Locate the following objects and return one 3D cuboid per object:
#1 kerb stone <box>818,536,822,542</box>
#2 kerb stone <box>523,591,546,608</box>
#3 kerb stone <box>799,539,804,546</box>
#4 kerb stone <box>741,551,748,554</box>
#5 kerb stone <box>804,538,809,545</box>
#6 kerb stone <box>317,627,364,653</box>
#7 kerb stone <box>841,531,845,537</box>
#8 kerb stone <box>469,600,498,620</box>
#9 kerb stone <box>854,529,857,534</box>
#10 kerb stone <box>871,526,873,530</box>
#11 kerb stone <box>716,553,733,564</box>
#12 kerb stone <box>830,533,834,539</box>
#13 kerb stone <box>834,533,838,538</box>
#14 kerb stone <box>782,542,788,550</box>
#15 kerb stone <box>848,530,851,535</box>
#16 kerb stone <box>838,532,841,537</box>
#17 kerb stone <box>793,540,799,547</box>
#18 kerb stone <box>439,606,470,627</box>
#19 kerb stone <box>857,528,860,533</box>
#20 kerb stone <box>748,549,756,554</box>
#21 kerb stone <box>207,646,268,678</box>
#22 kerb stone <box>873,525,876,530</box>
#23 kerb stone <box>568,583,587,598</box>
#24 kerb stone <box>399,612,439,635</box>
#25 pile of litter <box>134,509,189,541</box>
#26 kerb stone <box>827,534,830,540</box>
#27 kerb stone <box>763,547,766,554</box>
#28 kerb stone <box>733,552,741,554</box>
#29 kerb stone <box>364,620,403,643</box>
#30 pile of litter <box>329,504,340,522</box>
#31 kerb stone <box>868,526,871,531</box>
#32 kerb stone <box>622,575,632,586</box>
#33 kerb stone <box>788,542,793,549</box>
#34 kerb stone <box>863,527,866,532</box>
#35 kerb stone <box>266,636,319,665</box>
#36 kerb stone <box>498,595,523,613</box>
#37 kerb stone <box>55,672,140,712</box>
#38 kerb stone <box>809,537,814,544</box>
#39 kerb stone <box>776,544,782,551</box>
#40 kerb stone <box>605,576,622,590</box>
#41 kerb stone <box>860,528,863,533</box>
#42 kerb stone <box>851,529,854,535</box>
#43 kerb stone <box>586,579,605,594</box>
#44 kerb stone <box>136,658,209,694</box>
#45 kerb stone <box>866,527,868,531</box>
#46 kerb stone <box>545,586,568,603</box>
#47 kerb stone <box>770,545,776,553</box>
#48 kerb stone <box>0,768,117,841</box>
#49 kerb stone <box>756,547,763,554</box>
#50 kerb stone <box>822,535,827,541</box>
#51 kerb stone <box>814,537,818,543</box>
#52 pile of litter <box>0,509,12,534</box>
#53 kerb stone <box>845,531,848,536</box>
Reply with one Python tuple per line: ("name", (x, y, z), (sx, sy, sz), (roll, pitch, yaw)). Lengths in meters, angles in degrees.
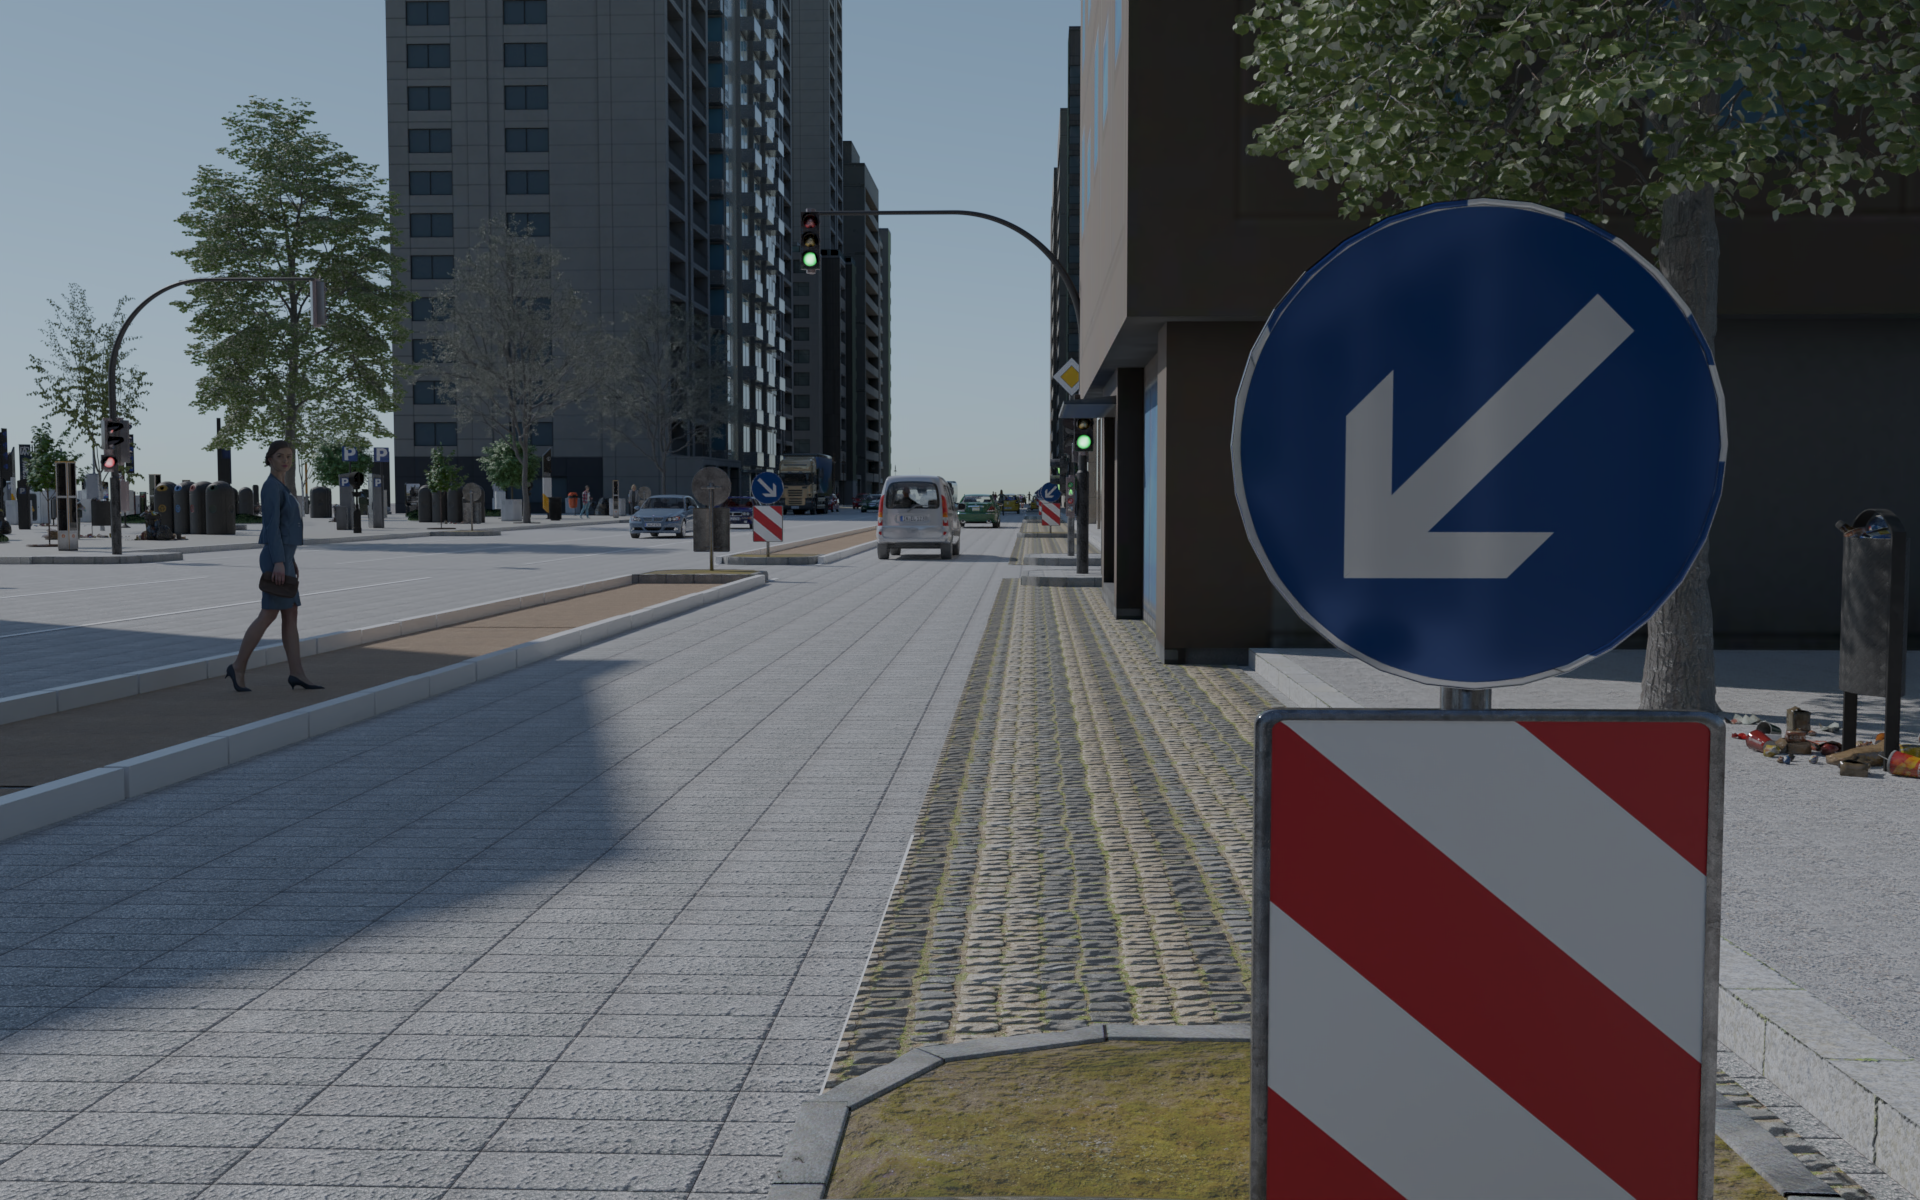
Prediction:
("kerb stone", (-4.278, -1.780, 51.301), (0.120, 0.150, 1.000), (0, 4, 2))
("kerb stone", (-5.505, 0.008, 22.065), (0.120, 0.150, 1.000), (0, 4, 2))
("kerb stone", (-4.451, -1.528, 47.201), (0.120, 0.150, 1.000), (0, 4, 2))
("kerb stone", (-4.836, -0.965, 37.981), (0.120, 0.150, 1.000), (0, 4, 2))
("kerb stone", (-4.408, -1.588, 48.226), (0.120, 0.150, 1.000), (0, 4, 2))
("kerb stone", (-5.757, 0.384, 15.925), (0.120, 0.150, 1.000), (0, 4, 2))
("kerb stone", (-4.020, -2.156, 57.443), (0.120, 0.150, 1.000), (0, 4, 2))
("kerb stone", (-5.584, 0.133, 20.013), (0.120, 0.150, 1.000), (0, 4, 2))
("kerb stone", (-3.852, -2.406, 61.536), (0.120, 0.150, 1.000), (0, 4, 2))
("kerb stone", (-3.592, -2.781, 67.671), (0.120, 0.150, 1.000), (0, 4, 2))
("kerb stone", (-4.919, -0.840, 35.937), (0.120, 0.150, 1.000), (0, 4, 2))
("kerb stone", (-4.151, -1.966, 54.380), (0.120, 0.150, 1.000), (0, 4, 2))
("kerb stone", (-4.105, -2.031, 55.401), (0.120, 0.150, 1.000), (0, 4, 2))
("kerb stone", (-4.579, -1.340, 44.126), (0.120, 0.150, 1.000), (0, 4, 2))
("kerb stone", (-3.936, -2.281, 59.485), (0.120, 0.150, 1.000), (0, 4, 2))
("kerb stone", (-4.060, -2.093, 56.422), (0.120, 0.150, 1.000), (0, 4, 2))
("kerb stone", (-4.497, -1.467, 46.174), (0.120, 0.150, 1.000), (0, 4, 2))
("kerb stone", (-5.620, 0.197, 18.989), (0.120, 0.150, 1.000), (0, 4, 2))
("kerb stone", (-3.814, -2.469, 62.558), (0.120, 0.150, 1.000), (0, 4, 2))
("kerb stone", (-4.792, -1.025, 39.012), (0.120, 0.150, 1.000), (0, 4, 2))
("kerb stone", (-5.840, 0.510, 13.866), (0.120, 0.150, 1.000), (0, 4, 2))
("kerb stone", (-3.548, -2.843, 68.697), (0.120, 0.150, 1.000), (0, 4, 2))
("kerb stone", (-5.420, -0.112, 24.111), (0.120, 0.150, 1.000), (0, 4, 2))
("kerb stone", (-5.668, 0.259, 17.968), (0.120, 0.150, 1.000), (0, 4, 2))
("pile of litter", (-22.370, -2.096, 48.230), (1.719, 0.858, 1.176), (1, 4, 22))
("kerb stone", (-4.195, -1.903, 53.350), (0.120, 0.150, 1.000), (0, 4, 2))
("kerb stone", (-4.698, -1.151, 41.057), (0.120, 0.150, 1.000), (0, 4, 2))
("kerb stone", (-4.880, -0.903, 36.960), (0.120, 0.150, 1.000), (0, 4, 2))
("kerb stone", (-5.716, 0.329, 16.947), (0.120, 0.150, 1.000), (0, 4, 2))
("pile of litter", (-28.157, -3.978, 79.013), (1.176, 0.858, 1.719), (-2, 4, -32))
("kerb stone", (-3.643, -2.719, 66.648), (0.120, 0.150, 1.000), (0, 4, 2))
("kerb stone", (-5.290, -0.301, 27.176), (0.120, 0.150, 1.000), (0, 4, 2))
("kerb stone", (-4.536, -1.401, 45.149), (0.120, 0.150, 1.000), (0, 4, 2))
("kerb stone", (-3.717, -2.590, 64.605), (0.120, 0.150, 1.000), (0, 4, 2))
("kerb stone", (-5.802, 0.447, 14.893), (0.120, 0.150, 1.000), (0, 4, 2))
("kerb stone", (-5.551, 0.071, 21.038), (0.120, 0.150, 1.000), (0, 4, 2))
("kerb stone", (-5.928, 0.635, 11.817), (0.120, 0.150, 1.000), (0, 4, 2))
("kerb stone", (-4.360, -1.654, 49.246), (0.120, 0.150, 1.000), (0, 4, 2))
("kerb stone", (-4.622, -1.279, 43.105), (0.120, 0.150, 1.000), (0, 4, 2))
("kerb stone", (-5.324, -0.239, 26.154), (0.120, 0.150, 1.000), (0, 4, 2))
("kerb stone", (-3.762, -2.531, 63.584), (0.120, 0.150, 1.000), (0, 4, 2))
("kerb stone", (-3.888, -2.343, 60.506), (0.120, 0.150, 1.000), (0, 4, 2))
("kerb stone", (-5.369, -0.180, 25.133), (0.120, 0.150, 1.000), (0, 4, 2))
("kerb stone", (-5.884, 0.572, 12.845), (0.120, 0.150, 1.000), (0, 4, 2))
("kerb stone", (-3.672, -2.656, 65.626), (0.120, 0.150, 1.000), (0, 4, 2))
("kerb stone", (-5.452, -0.055, 23.087), (0.120, 0.150, 1.000), (0, 4, 2))
("kerb stone", (-4.664, -1.216, 42.084), (0.120, 0.150, 1.000), (0, 4, 2))
("kerb stone", (-4.006, 0.894, 7.639), (0.120, 0.150, 1.000), (0, 4, 2))
("kerb stone", (-4.753, -1.087, 40.034), (0.120, 0.150, 1.000), (0, 4, 2))
("kerb stone", (-4.227, -1.843, 52.328), (0.120, 0.150, 1.000), (0, 4, 2))
("kerb stone", (-4.319, -1.717, 50.274), (0.120, 0.150, 1.000), (0, 4, 2))
("pile of litter", (-30.821, -2.505, 54.919), (1.176, 0.858, 1.719), (1, 4, 12))
("kerb stone", (-3.978, -2.218, 58.464), (0.120, 0.150, 1.000), (0, 4, 2))
